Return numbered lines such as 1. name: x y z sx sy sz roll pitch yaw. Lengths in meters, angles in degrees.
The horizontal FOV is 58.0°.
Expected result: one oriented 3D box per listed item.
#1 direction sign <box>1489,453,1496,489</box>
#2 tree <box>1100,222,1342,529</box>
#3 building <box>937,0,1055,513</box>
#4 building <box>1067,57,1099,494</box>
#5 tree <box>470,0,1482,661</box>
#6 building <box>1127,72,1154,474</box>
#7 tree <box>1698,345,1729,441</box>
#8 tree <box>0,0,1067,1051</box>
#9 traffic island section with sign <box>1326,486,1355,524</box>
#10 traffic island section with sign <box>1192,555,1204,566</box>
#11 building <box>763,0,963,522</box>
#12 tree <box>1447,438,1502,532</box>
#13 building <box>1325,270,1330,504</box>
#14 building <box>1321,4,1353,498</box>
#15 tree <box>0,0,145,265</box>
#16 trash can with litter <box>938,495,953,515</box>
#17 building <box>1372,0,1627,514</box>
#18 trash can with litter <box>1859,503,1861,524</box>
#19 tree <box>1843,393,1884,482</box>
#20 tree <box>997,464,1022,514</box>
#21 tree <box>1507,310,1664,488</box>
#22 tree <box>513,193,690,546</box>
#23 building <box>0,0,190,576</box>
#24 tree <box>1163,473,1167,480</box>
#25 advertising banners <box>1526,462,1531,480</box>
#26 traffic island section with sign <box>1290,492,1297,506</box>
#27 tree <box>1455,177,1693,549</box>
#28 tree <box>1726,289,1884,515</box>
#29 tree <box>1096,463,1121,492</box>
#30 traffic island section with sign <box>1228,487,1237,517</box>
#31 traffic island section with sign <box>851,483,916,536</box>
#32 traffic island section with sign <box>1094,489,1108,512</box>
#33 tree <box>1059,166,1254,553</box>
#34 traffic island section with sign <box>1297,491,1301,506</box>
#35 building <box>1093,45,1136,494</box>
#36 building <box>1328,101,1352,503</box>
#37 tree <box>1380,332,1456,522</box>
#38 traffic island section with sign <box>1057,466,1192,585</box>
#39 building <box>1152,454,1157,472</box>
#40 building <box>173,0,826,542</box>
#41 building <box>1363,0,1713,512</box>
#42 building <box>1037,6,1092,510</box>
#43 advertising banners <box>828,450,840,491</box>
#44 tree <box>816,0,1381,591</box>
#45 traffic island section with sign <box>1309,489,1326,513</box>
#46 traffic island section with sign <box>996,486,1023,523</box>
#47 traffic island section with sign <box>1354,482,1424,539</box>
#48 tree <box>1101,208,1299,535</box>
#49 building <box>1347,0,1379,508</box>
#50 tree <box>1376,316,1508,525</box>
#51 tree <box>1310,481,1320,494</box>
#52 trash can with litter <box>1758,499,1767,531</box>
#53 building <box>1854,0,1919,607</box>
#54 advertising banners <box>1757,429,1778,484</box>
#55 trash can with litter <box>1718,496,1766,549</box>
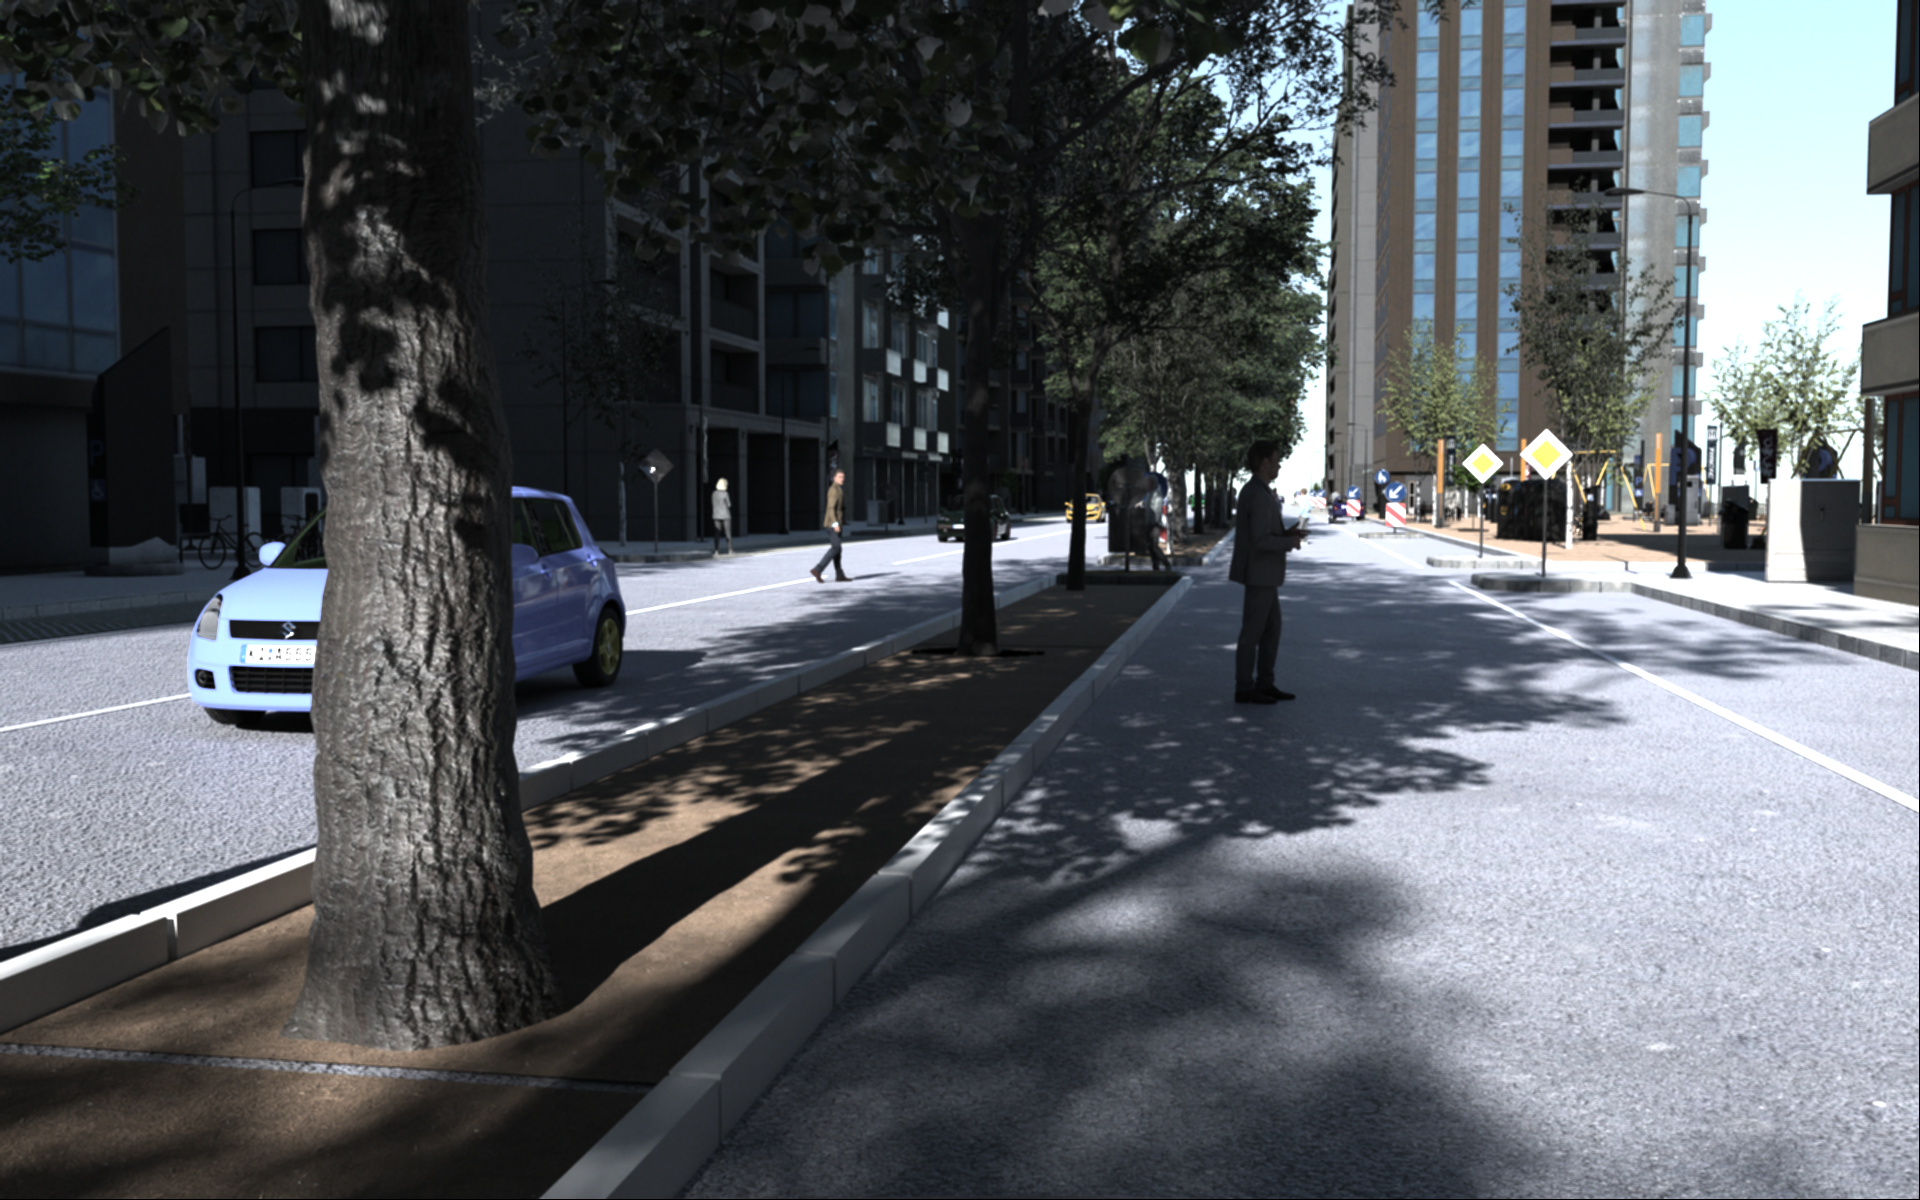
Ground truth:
1. direction sign: 29.611 -6.411 96.815 0.379 3.537 0.876 -2 4 -28
2. tree: 10.706 -9.267 70.980 9.611 12.733 9.660 0 3 0
3. building: -4.907 -28.932 127.660 22.147 44.769 28.867 1 4 10
4. building: 6.003 -31.702 168.433 14.600 45.320 14.200 1 4 10
5. tree: 0.152 -6.258 15.138 12.009 13.543 11.850 0 3 0
6. building: 15.066 -42.570 238.024 21.231 58.520 28.212 1 4 10
7. tree: 36.468 -7.956 80.441 4.737 8.622 4.395 0 3 0
8. tree: -1.444 -5.817 4.222 9.857 13.997 8.962 0 3 0
9. traffic island section with sign: 18.773 -4.568 83.310 1.989 1.847 2.006 1 4 10
10. traffic island section with sign: 3.965 -1.665 35.355 2.006 1.907 1.989 1 4 10
11. building: -13.011 -28.809 90.641 23.786 49.044 30.456 1 4 10
12. tree: 17.498 -3.963 59.402 1.663 3.219 1.824 0 3 0
13. building: 53.967 -27.535 221.895 14.160 30.474 14.107 1 4 10
14. building: 63.751 -49.754 251.721 20.563 71.187 20.611 1 4 10
15. tree: -12.228 -5.637 17.913 9.928 11.665 9.643 0 3 0
16. trash can with litter: -0.657 -5.958 108.475 1.678 1.210 2.233 -2 4 -24
17. building: 35.167 -28.426 114.882 14.600 45.320 14.200 1 4 10
18. trash can with litter: 27.403 -2.554 53.147 1.055 1.170 0.624 -3 5 -40
19. tree: 45.797 -8.229 84.899 4.360 8.622 3.978 0 3 0
20. tree: 3.254 -7.059 110.022 1.663 3.219 1.824 0 3 0
21. tree: 25.119 -7.218 68.379 4.737 8.622 4.395 0 3 0
22. tree: -8.397 -5.606 42.013 4.360 8.622 3.978 0 3 0
23. building: -21.987 -22.883 24.251 14.200 45.320 14.600 1 4 10
24. tree: 31.562 -17.490 269.679 4.285 4.588 4.351 0 3 0
25. advertising banners: 30.658 -5.830 91.509 2.074 3.025 0.090 3 4 37
26. traffic island section with sign: 41.929 -12.517 213.277 1.989 1.847 2.006 1 4 10
27. tree: 14.361 -5.496 40.227 4.360 8.622 3.978 0 3 0
28. tree: 30.783 -6.887 62.970 4.737 8.622 4.395 0 3 0
29. tree: 17.205 -12.430 186.939 4.285 4.588 4.351 0 3 0
30. traffic island section with sign: 17.135 -6.190 109.335 2.006 1.907 1.989 1 4 10
31. traffic island section with sign: -2.600 -3.145 60.043 1.989 1.847 2.006 1 4 10
32. traffic island section with sign: 10.902 -7.783 135.885 1.989 1.847 2.006 1 4 10
33. tree: 4.170 -5.149 36.998 4.360 8.622 3.978 0 3 0
34. traffic island section with sign: 32.385 -9.237 159.659 1.989 1.847 2.006 1 4 10
35. building: 6.766 -38.014 210.762 28.713 52.752 27.495 1 4 10
36. building: 54.613 -35.439 203.128 21.300 48.544 21.600 1 4 10
37. tree: 20.840 -7.803 77.941 4.360 8.622 3.978 0 3 0
38. traffic island section with sign: 2.656 -1.219 28.064 2.006 1.907 1.989 1 4 10
39. building: 22.129 -37.231 258.833 14.600 45.320 14.200 1 4 10
40. building: -15.588 -37.809 56.427 20.563 71.187 20.611 1 4 10
41. building: 44.498 -31.568 135.748 23.786 49.044 30.456 1 4 10
42. building: 0.971 -43.586 150.891 20.563 71.187 20.611 1 4 10
43. advertising banners: -5.709 -4.455 69.032 2.074 3.025 0.090 -2 4 -28
44. tree: 1.631 -5.391 25.007 8.767 10.594 7.601 1 4 10
45. traffic island section with sign: 27.611 -7.603 132.932 1.989 1.847 2.006 1 4 10
46. traffic island section with sign: 2.122 -4.768 86.583 1.989 1.847 2.006 1 4 10
47. traffic island section with sign: 13.921 -2.899 56.024 1.989 1.847 2.006 1 4 10
48. tree: 8.360 -8.127 61.087 9.928 11.665 9.643 0 3 0
49. building: 48.005 -38.115 165.181 21.231 58.520 28.212 1 4 10
50. tree: 19.291 -7.356 70.634 4.737 8.622 4.395 0 3 0
51. tree: 49.065 -14.952 239.065 1.663 3.219 1.824 0 3 0
52. trash can with litter: 28.684 -2.999 60.086 2.233 1.210 1.678 0 4 3
53. building: 22.382 -9.761 4.631 27.650 21.520 28.899 1 4 10
54. advertising banners: 22.317 -3.056 46.155 2.074 3.025 0.090 2 4 30
55. trash can with litter: 18.309 -1.775 40.405 1.055 1.170 0.624 0 4 3
